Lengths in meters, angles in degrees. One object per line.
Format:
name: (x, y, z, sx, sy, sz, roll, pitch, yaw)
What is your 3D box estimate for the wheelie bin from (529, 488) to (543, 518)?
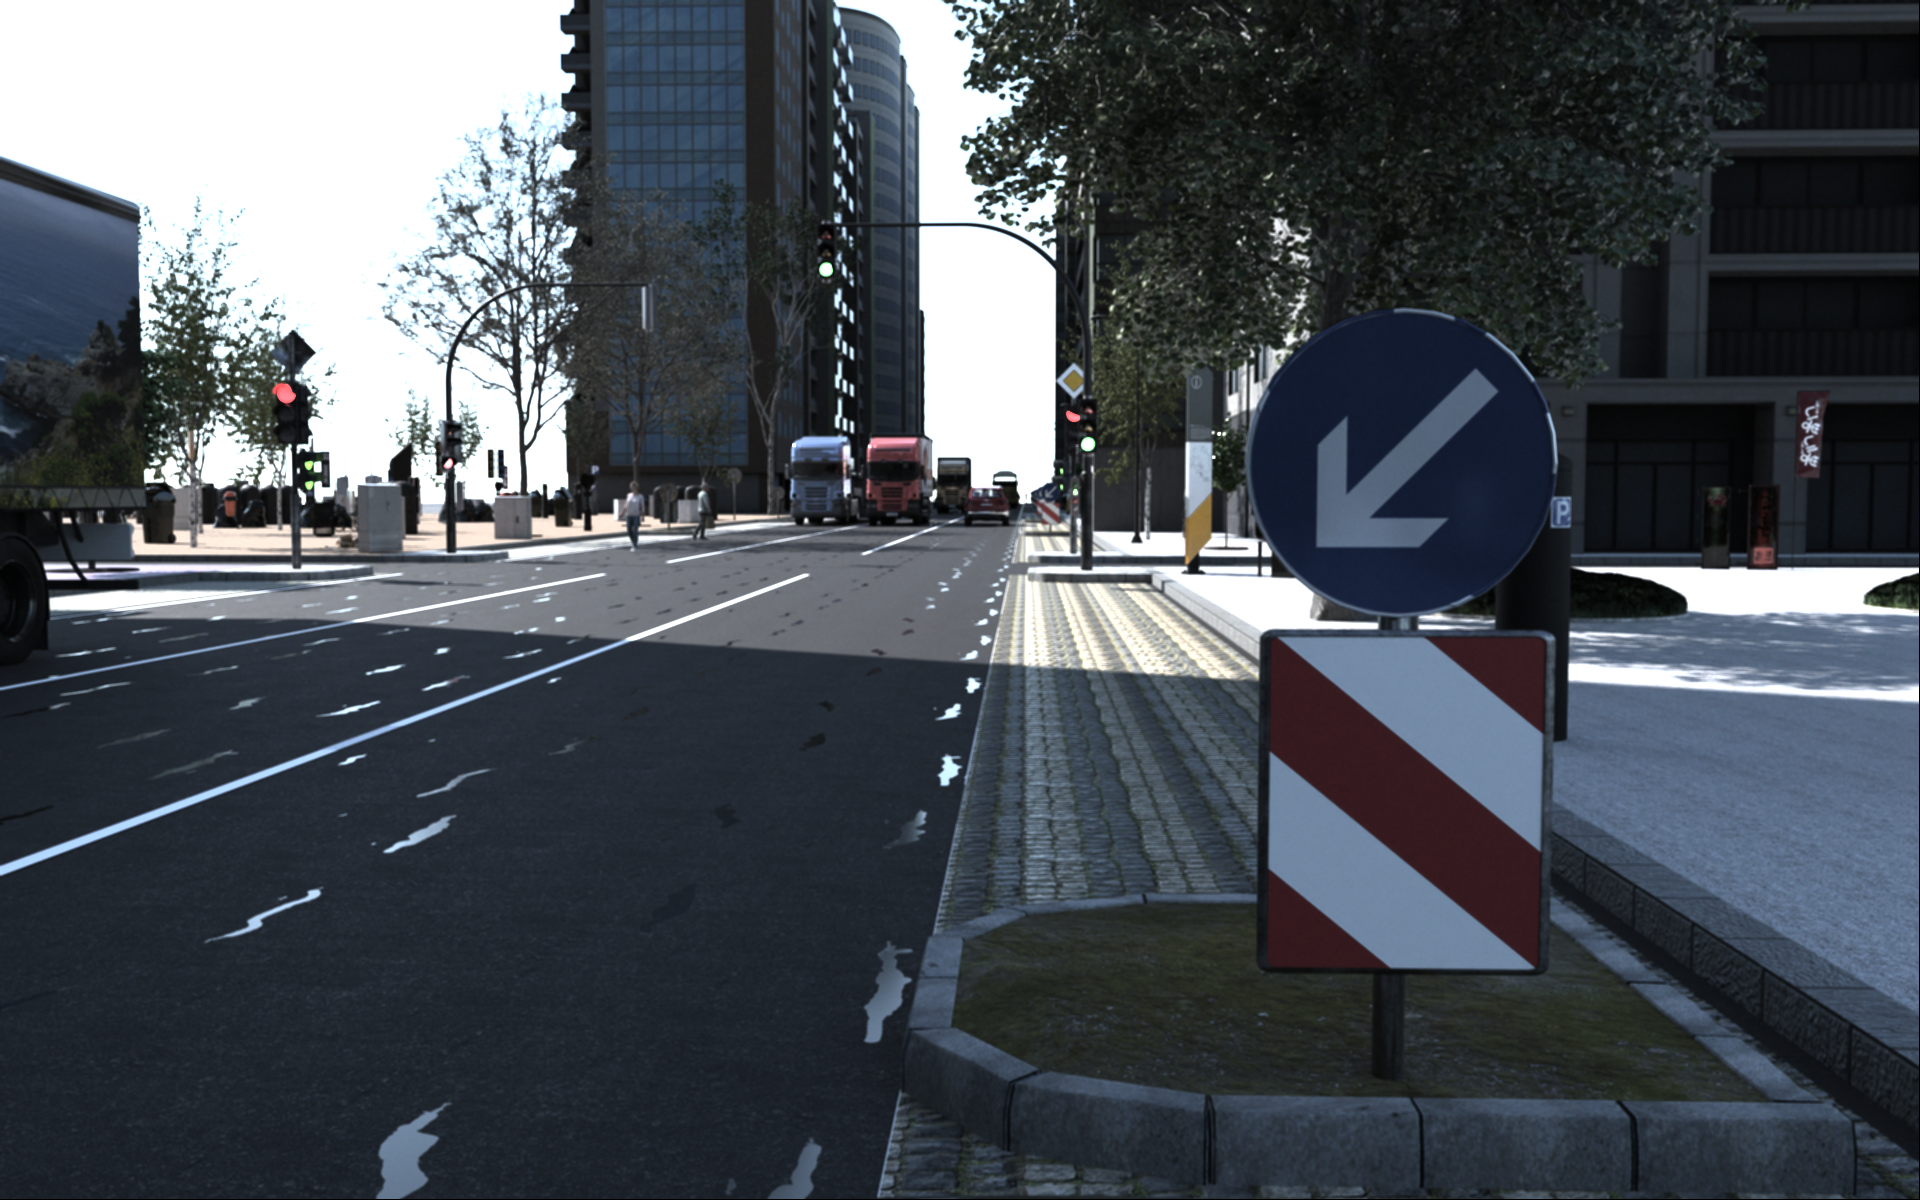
wheelie bin: (-23.112, -5.296, 94.497, 0.693, 1.594, 0.980, 0, 4, -8)

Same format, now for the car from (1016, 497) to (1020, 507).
car: (5.868, -11.684, 200.077, 2.155, 1.783, 4.494, 0, 4, 2)

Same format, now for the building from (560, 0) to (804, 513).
building: (-18.691, -28.741, 120.027, 14.600, 45.320, 14.200, 0, 4, 2)

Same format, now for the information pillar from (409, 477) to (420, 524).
information pillar: (-23.398, -4.267, 74.260, 0.304, 2.012, 0.304, 2, 4, 30)

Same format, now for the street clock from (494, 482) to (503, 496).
street clock: (-26.865, -5.893, 100.916, 0.471, 2.002, 0.358, 2, 4, 25)

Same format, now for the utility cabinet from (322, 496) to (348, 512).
utility cabinet: (-24.991, -3.557, 69.315, 1.020, 1.237, 0.306, 1, 4, 17)

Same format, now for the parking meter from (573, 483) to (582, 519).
parking meter: (-19.335, -5.006, 87.556, 0.399, 1.863, 0.255, -3, 5, -44)

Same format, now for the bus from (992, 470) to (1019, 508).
bus: (4.690, -11.524, 179.969, 2.896, 3.916, 12.252, 0, 4, 2)

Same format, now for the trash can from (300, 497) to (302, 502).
trash can: (-38.774, -5.480, 101.251, 0.748, 1.137, 0.748, 0, 3, 0)

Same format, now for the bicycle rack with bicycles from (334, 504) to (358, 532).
bicycle rack with bicycles: (-20.252, -2.839, 59.808, 2.925, 0.926, 2.852, -3, 5, -43)

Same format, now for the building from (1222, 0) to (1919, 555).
building: (18.467, -37.088, 44.646, 20.611, 71.187, 20.563, 0, 4, 2)

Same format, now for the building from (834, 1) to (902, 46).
building: (-17.799, -40.902, 210.747, 21.231, 58.520, 28.212, 0, 4, 2)

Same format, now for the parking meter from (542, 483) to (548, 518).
parking meter: (-22.057, -5.283, 92.084, 0.255, 1.863, 0.399, -1, 4, -22)

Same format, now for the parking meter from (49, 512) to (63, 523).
parking meter: (-39.120, -4.061, 74.806, 0.372, 1.533, 0.369, 0, 3, 0)

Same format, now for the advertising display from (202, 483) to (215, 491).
advertising display: (-42.939, -5.720, 98.736, 0.123, 1.923, 0.974, 2, 4, 30)

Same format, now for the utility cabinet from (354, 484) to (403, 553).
utility cabinet: (-12.684, -1.788, 37.910, 0.318, 1.500, 1.173, 1, 4, 18)

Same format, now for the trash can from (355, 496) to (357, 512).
trash can: (-37.577, -5.892, 107.992, 0.748, 1.137, 0.748, 0, 3, 0)

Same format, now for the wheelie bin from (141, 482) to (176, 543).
wheelie bin: (-20.898, -2.278, 45.149, 0.980, 1.594, 0.693, 1, 4, 12)

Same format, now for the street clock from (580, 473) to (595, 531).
street clock: (-12.967, -3.409, 60.303, 0.471, 2.002, 0.358, 1, 4, 22)

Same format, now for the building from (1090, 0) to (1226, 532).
building: (11.815, -17.918, 64.661, 14.160, 30.474, 14.107, 0, 4, 2)

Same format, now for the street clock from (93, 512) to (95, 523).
street clock: (-23.937, -2.635, 47.654, 0.358, 2.002, 0.471, -3, 4, -37)

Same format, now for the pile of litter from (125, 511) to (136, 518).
pile of litter: (-43.502, -4.727, 91.255, 1.176, 0.858, 1.719, -3, 4, -38)

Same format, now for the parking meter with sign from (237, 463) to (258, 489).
parking meter with sign: (-39.376, -6.040, 95.012, 1.738, 3.016, 0.543, -2, 4, -24)

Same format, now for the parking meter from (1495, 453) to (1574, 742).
parking meter: (3.004, -0.041, 9.086, 0.372, 1.533, 0.369, 0, 3, 0)

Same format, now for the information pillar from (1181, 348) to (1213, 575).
information pillar: (3.805, -2.221, 27.666, 0.504, 3.616, 0.183, -2, 4, -30)

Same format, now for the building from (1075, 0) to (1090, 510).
building: (19.788, -31.078, 131.831, 21.300, 48.544, 21.600, 0, 4, 2)

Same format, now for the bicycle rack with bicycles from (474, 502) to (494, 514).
bicycle rack with bicycles: (-26.516, -4.964, 94.544, 2.925, 0.926, 2.852, 0, 4, -7)

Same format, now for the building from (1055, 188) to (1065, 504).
building: (19.773, -33.606, 233.048, 14.154, 41.232, 14.086, 0, 4, 2)

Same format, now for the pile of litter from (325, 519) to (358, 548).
pile of litter: (-14.471, -1.696, 41.692, 1.719, 0.858, 1.176, -2, 4, -35)

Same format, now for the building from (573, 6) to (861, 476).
building: (-21.584, -32.887, 157.310, 23.786, 49.044, 30.456, 0, 4, 2)

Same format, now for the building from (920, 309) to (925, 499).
building: (-12.622, -29.932, 261.093, 14.160, 30.474, 14.107, 0, 4, 2)

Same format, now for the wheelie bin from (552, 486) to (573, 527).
wheelie bin: (-15.640, -3.685, 68.156, 0.693, 1.594, 0.980, 0, 4, 4)

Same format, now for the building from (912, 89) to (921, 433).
building: (-16.800, -42.646, 239.262, 21.231, 58.520, 28.212, 0, 4, 2)

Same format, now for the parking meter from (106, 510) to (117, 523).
parking meter: (-32.296, -3.679, 65.855, 0.399, 1.863, 0.255, -1, 4, -21)

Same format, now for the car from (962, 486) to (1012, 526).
car: (1.237, -4.341, 79.655, 2.281, 1.827, 5.304, 0, 4, 1)

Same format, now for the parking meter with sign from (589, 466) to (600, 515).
parking meter with sign: (-22.200, -6.645, 104.904, 0.543, 3.016, 1.738, 0, 4, -3)

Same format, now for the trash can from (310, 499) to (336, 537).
trash can: (-19.107, -2.468, 52.000, 0.748, 1.137, 0.748, 0, 3, 0)

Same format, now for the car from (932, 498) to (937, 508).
car: (-1.823, -10.055, 176.985, 1.945, 1.354, 3.894, 0, 4, 1)

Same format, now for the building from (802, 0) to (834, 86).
building: (-17.441, -27.566, 134.302, 14.154, 41.232, 14.086, 0, 4, 2)

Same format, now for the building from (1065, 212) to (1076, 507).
building: (17.862, -24.919, 179.125, 14.160, 30.474, 14.107, 0, 4, 2)

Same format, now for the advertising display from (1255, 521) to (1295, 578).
advertising display: (4.948, -1.300, 26.469, 0.974, 1.923, 0.123, 3, 5, 44)

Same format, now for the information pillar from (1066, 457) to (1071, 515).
information pillar: (6.795, -7.129, 107.918, 0.183, 3.616, 0.504, 2, 4, 30)

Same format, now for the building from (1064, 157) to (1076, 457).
building: (20.535, -34.780, 218.767, 14.600, 45.320, 14.200, 0, 4, 2)

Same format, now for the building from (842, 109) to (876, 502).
building: (-16.385, -30.336, 179.595, 14.154, 41.232, 14.086, 0, 4, 2)
